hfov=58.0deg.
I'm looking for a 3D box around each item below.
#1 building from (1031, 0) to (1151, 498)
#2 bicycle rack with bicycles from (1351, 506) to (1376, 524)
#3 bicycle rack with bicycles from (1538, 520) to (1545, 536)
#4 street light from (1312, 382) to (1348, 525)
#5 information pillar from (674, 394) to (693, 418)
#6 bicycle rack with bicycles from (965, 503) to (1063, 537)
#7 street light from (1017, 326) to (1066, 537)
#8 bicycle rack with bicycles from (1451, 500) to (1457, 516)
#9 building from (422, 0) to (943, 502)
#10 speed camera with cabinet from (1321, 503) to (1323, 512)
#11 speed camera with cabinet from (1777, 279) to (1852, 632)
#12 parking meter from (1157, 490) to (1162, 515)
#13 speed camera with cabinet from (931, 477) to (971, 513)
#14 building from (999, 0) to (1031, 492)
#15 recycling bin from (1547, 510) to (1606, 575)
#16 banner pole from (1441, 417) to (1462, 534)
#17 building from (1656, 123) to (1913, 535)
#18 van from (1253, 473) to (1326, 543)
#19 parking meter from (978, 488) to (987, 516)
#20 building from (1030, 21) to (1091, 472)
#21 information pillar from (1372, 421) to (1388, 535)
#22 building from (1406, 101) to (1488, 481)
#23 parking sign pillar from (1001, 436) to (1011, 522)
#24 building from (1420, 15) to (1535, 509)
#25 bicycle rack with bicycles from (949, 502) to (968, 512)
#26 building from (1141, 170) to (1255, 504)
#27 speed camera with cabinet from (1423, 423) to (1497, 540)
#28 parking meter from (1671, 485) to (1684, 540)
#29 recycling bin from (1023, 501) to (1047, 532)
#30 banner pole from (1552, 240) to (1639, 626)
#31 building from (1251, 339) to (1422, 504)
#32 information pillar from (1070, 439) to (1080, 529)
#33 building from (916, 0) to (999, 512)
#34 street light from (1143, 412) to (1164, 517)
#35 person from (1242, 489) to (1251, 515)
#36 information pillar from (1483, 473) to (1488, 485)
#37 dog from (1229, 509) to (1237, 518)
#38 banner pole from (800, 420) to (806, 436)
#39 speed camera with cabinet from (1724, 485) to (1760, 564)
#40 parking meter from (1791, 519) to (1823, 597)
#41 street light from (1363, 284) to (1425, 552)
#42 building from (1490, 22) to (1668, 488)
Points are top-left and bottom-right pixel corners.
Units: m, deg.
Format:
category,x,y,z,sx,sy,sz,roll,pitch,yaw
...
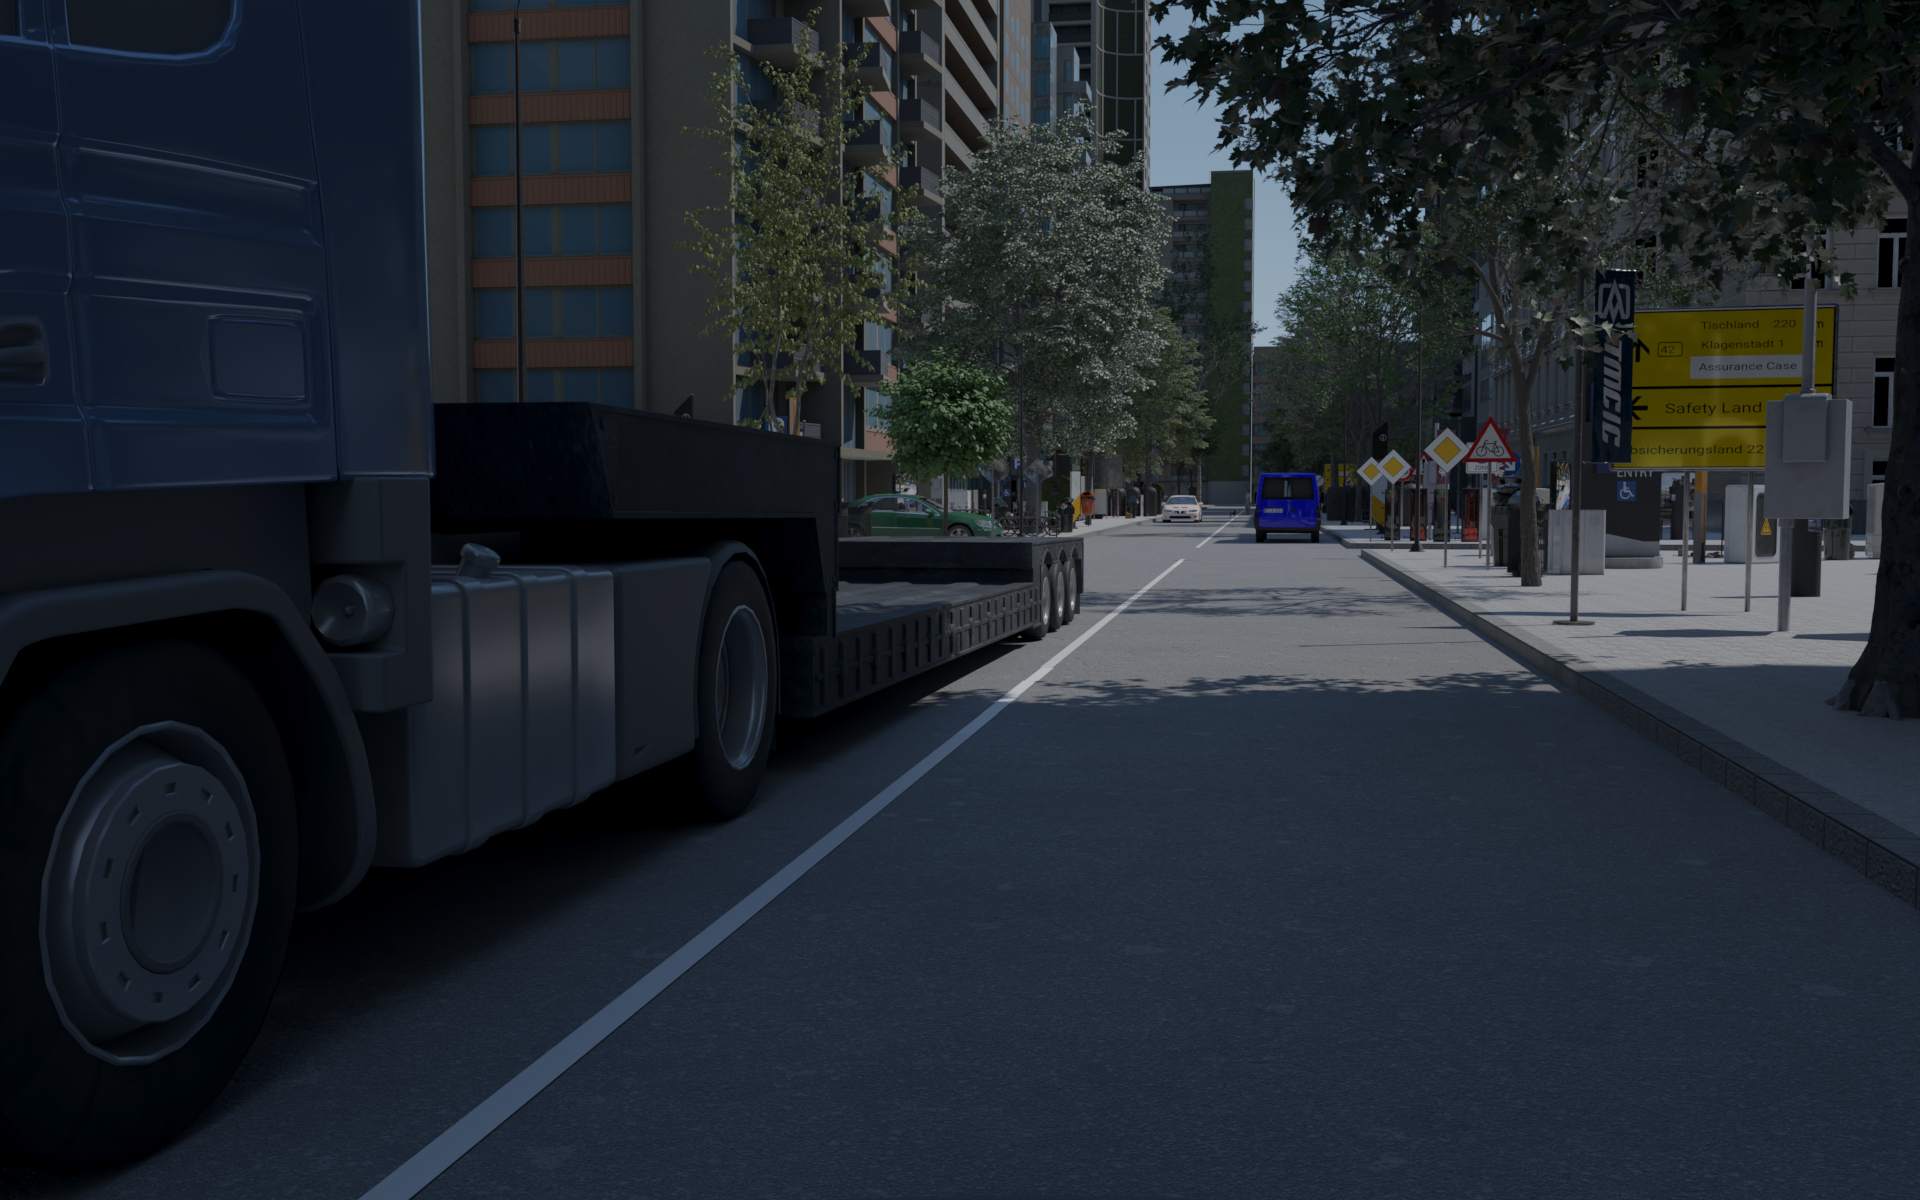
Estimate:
category,x,y,z,sx,sy,sz,roll,pitch,yaw
building,14.006,-48.278,227.604,20.611,71.187,20.563,1,4,10
bicycle rack with bicycles,18.233,-3.763,74.906,2.852,0.926,2.925,-2,4,-24
bicycle rack with bicycles,18.178,-2.474,53.830,2.925,0.926,2.852,0,4,-4
street light,15.315,-6.047,71.408,1.470,5.913,1.316,1,4,10
information pillar,-6.502,-3.029,40.883,0.504,3.616,0.183,1,4,19
bicycle rack with bicycles,1.733,-2.341,51.659,2.925,0.926,2.852,0,4,-2
street light,2.239,-4.614,47.979,1.470,5.913,1.316,1,4,10
bicycle rack with bicycles,30.847,-5.606,105.044,2.852,0.926,2.925,-1,4,-17
building,-12.958,-25.710,74.981,22.147,44.769,28.867,1,4,10
speed camera with cabinet,26.177,-7.701,120.249,2.038,3.252,0.660,1,4,21
speed camera with cabinet,8.503,-1.313,15.809,2.038,3.252,0.660,2,4,32
parking meter,12.223,-6.005,106.584,0.372,1.533,0.369,0,3,0
speed camera with cabinet,-0.483,-5.937,91.404,2.038,3.252,0.660,1,4,18
building,-2.457,-29.465,131.868,14.600,45.320,14.200,1,4,10
recycling bin,9.842,-0.928,27.725,0.722,1.027,0.722,0,4,-3
banner pole,15.954,-4.047,56.185,0.863,3.779,0.401,3,5,40
building,37.676,-15.932,57.749,25.104,27.353,12.463,1,4,10
van,9.992,-2.954,52.681,2.240,2.365,5.245,1,4,11
parking meter,0.970,-4.122,75.803,0.372,1.533,0.369,0,3,0
building,-2.170,-34.207,178.888,30.456,49.044,23.786,1,4,10
information pillar,13.325,-3.889,54.941,0.504,3.616,0.183,1,4,11
building,55.035,-31.264,165.787,22.147,44.769,28.867,1,4,10
parking sign pillar,2.136,-5.597,79.977,1.447,3.967,1.447,0,4,0
building,49.447,-50.299,135.065,22.319,86.520,31.000,1,4,10
bicycle rack with bicycles,0.082,-3.714,74.110,2.925,0.926,2.852,0,4,-7
building,30.464,-32.927,221.948,14.086,41.232,14.154,1,4,10
speed camera with cabinet,13.986,-3.298,48.255,2.038,3.252,0.660,1,4,19
parking meter,20.071,-2.444,48.369,0.372,1.533,0.369,0,3,0
recycling bin,2.515,-2.836,58.928,0.722,1.027,0.722,-1,4,-21
banner pole,6.268,-1.651,17.015,0.863,3.779,0.401,-1,4,-17
building,52.762,-23.256,225.266,28.899,21.520,27.650,1,4,10
information pillar,4.231,-4.426,63.726,0.183,3.616,0.504,3,5,44
building,-9.667,-29.619,107.968,21.300,48.544,21.600,1,4,10
street light,11.035,-7.636,97.390,1.470,5.913,1.316,1,4,10
person,19.446,-6.631,117.493,0.524,1.755,0.480,-2,4,-33
information pillar,30.918,-6.754,101.788,0.183,3.616,0.504,-3,4,-39
dog,16.533,-5.239,104.952,0.406,0.507,0.540,1,4,19
banner pole,-5.305,-4.181,58.383,0.401,3.779,0.863,0,4,8
speed camera with cabinet,15.119,-2.319,32.245,2.038,3.252,0.660,-2,4,-32
parking meter,10.589,-0.812,21.685,0.372,1.533,0.369,0,3,0
street light,9.606,-4.026,38.361,1.470,5.913,1.316,1,4,10
building,40.119,-19.453,94.476,17.030,29.872,44.131,1,4,10
